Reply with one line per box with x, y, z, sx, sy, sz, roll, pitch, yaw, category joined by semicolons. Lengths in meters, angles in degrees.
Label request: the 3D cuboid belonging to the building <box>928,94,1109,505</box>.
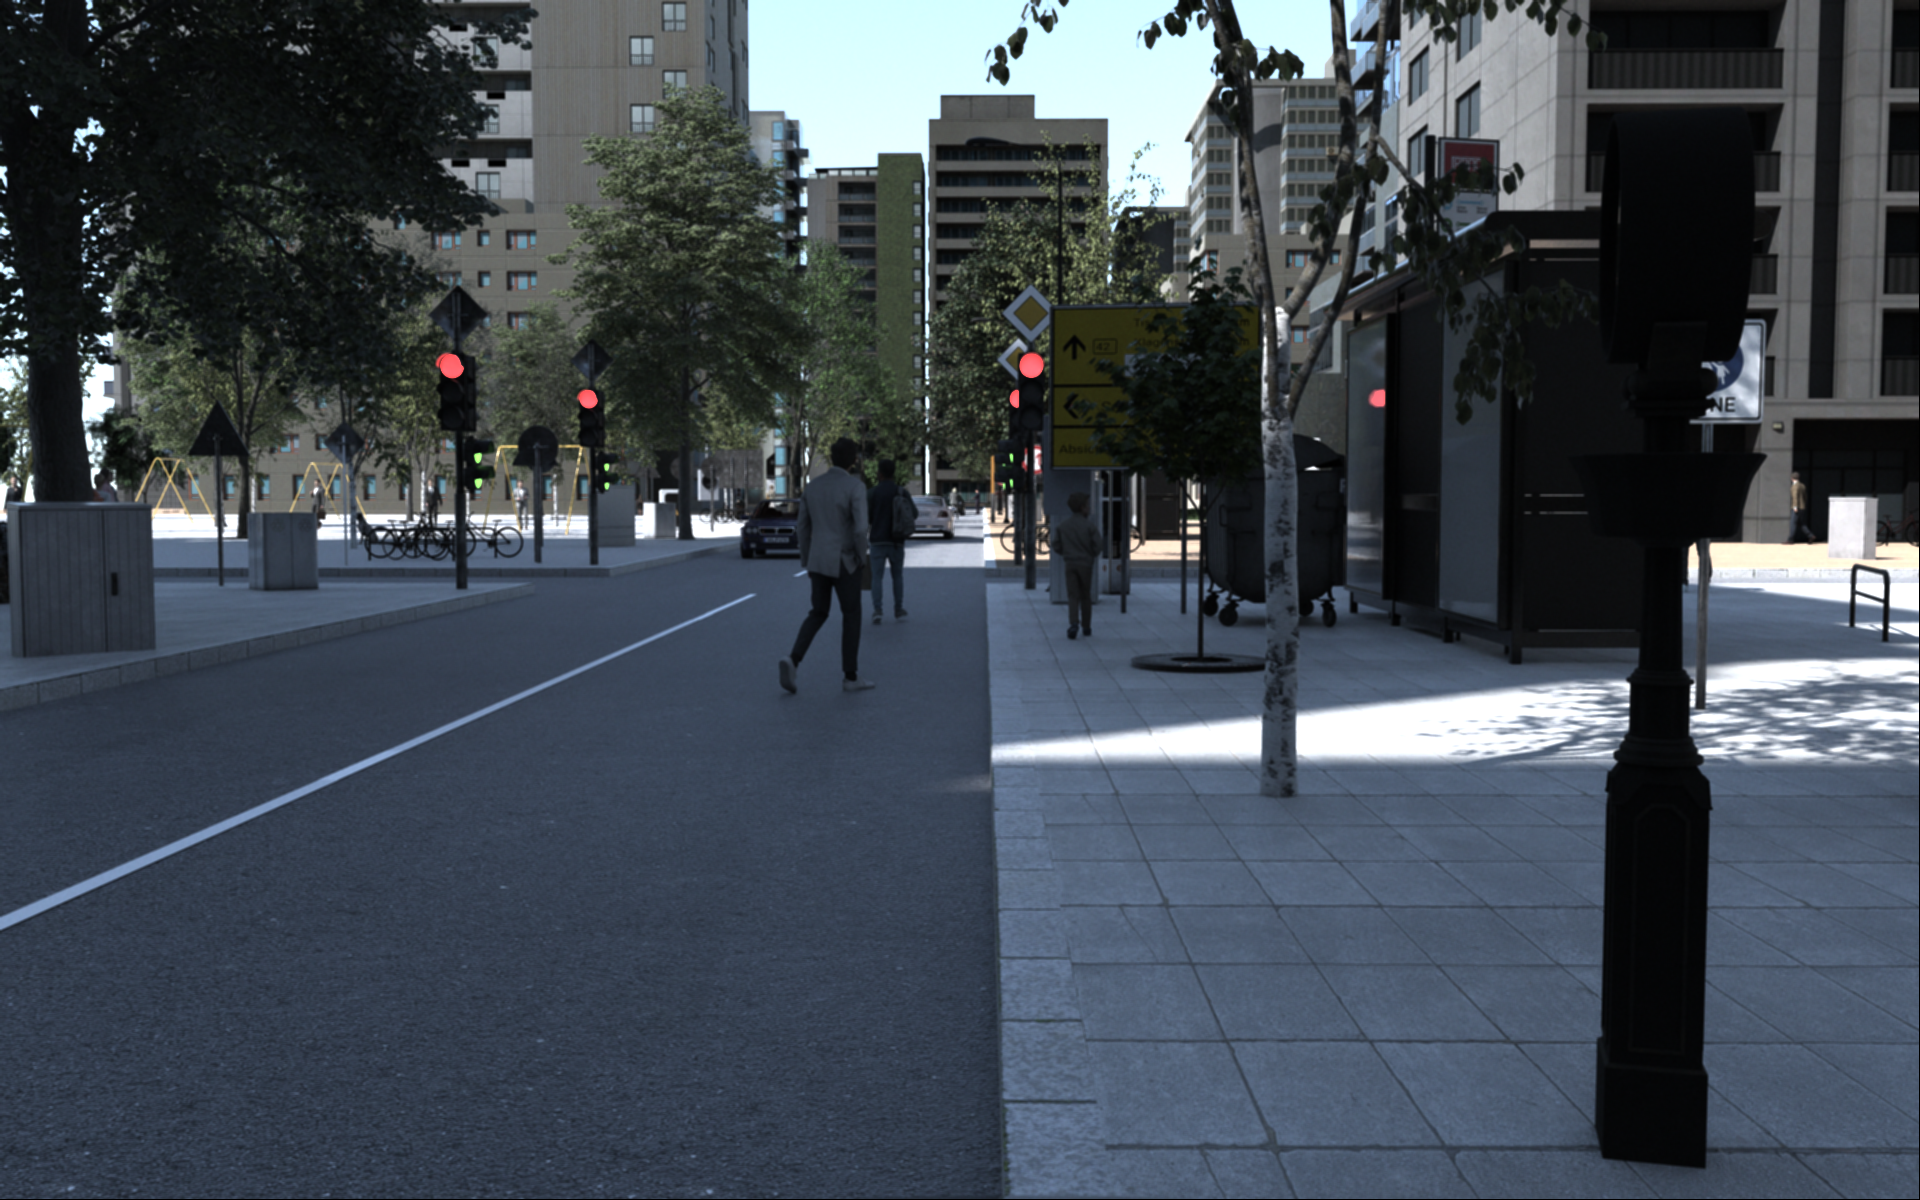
6.952;-36.088;213.740;21.600;48.544;21.300;0;4;1;building

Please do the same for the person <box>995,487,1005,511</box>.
2.969;-7.532;129.159;1.348;1.831;0.705;-2;4;-23;person

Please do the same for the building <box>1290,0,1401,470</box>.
28.015;-47.224;84.783;22.319;86.520;31.000;0;4;1;building

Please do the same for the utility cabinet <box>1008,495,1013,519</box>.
3.016;-4.879;90.928;1.020;1.237;0.306;2;4;25;utility cabinet

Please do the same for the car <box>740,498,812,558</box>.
-4.028;-1.670;39.893;1.945;1.354;3.894;0;3;0;car

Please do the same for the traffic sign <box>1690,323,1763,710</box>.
4.411;-0.497;10.251;0.606;2.300;0.079;0;4;5;traffic sign

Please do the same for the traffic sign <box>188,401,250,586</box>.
-10.330;-1.477;24.150;0.884;2.594;0.081;0;4;4;traffic sign

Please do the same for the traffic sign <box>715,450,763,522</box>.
-10.128;-5.230;79.379;2.265;3.308;0.079;0;4;8;traffic sign

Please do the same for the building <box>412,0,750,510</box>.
-33.357;-34.533;153.851;27.495;52.752;28.713;0;4;1;building

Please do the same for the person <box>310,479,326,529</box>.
-23.376;-3.491;63.081;0.622;1.834;0.822;1;4;11;person

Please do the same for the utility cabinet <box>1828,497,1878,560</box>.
17.596;-1.405;34.141;0.306;1.237;1.020;-1;4;-13;utility cabinet

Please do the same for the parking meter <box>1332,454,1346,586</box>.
5.385;-1.129;24.170;0.399;1.863;0.255;1;4;17;parking meter

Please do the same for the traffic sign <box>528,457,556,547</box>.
-10.204;-2.572;42.150;0.768;2.556;0.104;0;4;7;traffic sign

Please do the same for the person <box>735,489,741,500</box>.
-17.654;-8.003;137.606;0.721;1.736;1.217;-2;4;-27;person

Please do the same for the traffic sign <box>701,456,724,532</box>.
-8.340;-3.559;58.299;0.768;2.556;0.104;0;4;5;traffic sign

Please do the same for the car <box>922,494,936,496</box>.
-3.037;-9.703;167.435;1.959;1.807;4.718;0;4;2;car

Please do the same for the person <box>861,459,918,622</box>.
-0.862;-0.663;19.321;0.794;1.824;0.713;1;4;8;person

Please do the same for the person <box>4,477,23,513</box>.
-26.755;-2.602;49.011;0.576;1.772;0.534;-2;4;-24;person

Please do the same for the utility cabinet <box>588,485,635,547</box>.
-8.476;-2.046;42.126;0.318;1.500;1.173;3;5;43;utility cabinet

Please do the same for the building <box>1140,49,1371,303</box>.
33.678;-28.362;155.597;32.217;40.220;23.993;0;4;1;building

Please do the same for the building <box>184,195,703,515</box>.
-34.284;-16.906;121.448;27.650;21.520;28.899;0;4;1;building

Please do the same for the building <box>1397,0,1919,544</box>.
26.269;-37.565;52.442;20.611;71.187;20.563;0;4;1;building

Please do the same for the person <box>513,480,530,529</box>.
-15.906;-3.461;62.828;0.606;1.804;0.583;-1;4;-18;person

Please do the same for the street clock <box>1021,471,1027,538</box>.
1.768;-2.712;48.915;0.471;2.002;0.358;3;5;43;street clock

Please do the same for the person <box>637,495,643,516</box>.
-18.720;-5.544;101.351;0.362;1.253;0.373;0;4;2;person

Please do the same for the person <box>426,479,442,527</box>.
-19.326;-3.526;63.470;0.659;1.850;0.755;-1;4;-14;person

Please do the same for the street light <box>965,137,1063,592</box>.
0.765;-3.068;22.697;1.470;5.913;1.316;0;4;1;street light

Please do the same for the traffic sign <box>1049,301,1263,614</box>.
2.085;-1.509;18.551;2.265;3.308;0.079;1;4;10;traffic sign

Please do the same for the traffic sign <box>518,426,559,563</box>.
-7.848;-1.965;32.227;0.768;2.556;0.104;0;4;3;traffic sign

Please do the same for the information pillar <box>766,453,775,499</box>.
-10.637;-6.493;97.516;0.504;3.616;0.183;-1;4;-18;information pillar

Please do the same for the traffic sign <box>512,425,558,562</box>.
-7.979;-1.990;32.533;0.884;2.594;0.081;0;4;4;traffic sign

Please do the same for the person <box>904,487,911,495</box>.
-2.802;-5.012;90.626;0.526;1.800;0.537;-3;5;-44;person

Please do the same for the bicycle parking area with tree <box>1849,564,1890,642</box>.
10.842;-1.558;12.472;8.231;4.147;9.016;2;4;32;bicycle parking area with tree

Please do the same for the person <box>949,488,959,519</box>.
-0.349;-5.497;98.557;0.537;1.800;0.526;0;4;4;person

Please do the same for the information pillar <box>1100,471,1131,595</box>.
1.980;-1.080;22.144;0.304;2.012;0.304;-1;4;-23;information pillar

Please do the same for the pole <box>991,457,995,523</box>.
1.487;-5.152;78.074;0.158;3.312;0.155;0;3;0;pole

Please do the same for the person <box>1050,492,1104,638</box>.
1.045;-0.316;15.484;0.475;1.303;0.640;0;4;5;person

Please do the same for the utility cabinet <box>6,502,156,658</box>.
-7.081;-0.173;13.987;0.306;1.237;1.020;3;5;43;utility cabinet

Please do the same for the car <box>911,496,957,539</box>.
-1.150;-2.687;56.294;2.083;1.381;4.827;0;4;1;car

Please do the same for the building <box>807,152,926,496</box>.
-11.216;-32.208;210.201;14.086;41.232;14.154;0;4;1;building

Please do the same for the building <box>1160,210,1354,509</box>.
30.283;-17.417;129.814;27.650;21.520;28.899;0;4;1;building

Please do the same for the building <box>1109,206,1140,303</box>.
31.466;-32.309;220.133;23.993;40.220;32.217;0;4;1;building

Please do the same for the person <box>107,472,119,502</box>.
-19.278;-2.034;39.581;0.573;1.790;0.520;-1;4;-17;person

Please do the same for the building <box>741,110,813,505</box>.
-33.421;-36.420;215.078;30.456;49.044;23.786;0;4;1;building

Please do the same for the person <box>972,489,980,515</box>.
1.121;-6.857;121.064;0.568;1.767;0.683;0;4;6;person

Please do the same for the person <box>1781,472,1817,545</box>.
21.254;-2.319;43.870;0.836;1.842;0.656;1;4;16;person

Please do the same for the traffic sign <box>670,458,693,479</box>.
-9.610;-3.649;59.763;0.768;2.556;0.104;0;4;2;traffic sign

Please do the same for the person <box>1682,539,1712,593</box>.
9.589;-1.012;22.603;0.660;1.820;0.620;2;4;35;person

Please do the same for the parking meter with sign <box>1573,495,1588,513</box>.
12.474;-2.313;34.084;0.543;3.016;1.738;-3;4;-39;parking meter with sign

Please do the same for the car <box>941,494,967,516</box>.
-0.561;-6.468;115.533;2.009;1.686;4.222;0;4;3;car

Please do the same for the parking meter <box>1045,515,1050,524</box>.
3.856;-4.196;74.311;0.399;1.863;0.255;-3;4;-37;parking meter

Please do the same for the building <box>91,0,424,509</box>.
-61.969;-37.722;158.755;28.212;58.520;21.231;0;4;1;building

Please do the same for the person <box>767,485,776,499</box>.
-10.036;-5.262;92.624;0.519;1.759;0.362;2;4;33;person

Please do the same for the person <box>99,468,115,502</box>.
-17.732;-1.836;36.069;0.388;1.821;0.555;-3;5;-39;person

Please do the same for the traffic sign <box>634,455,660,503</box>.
-10.127;-3.428;56.057;0.884;2.594;0.081;1;4;9;traffic sign

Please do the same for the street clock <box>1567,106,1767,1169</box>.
1.354;0.075;3.345;0.358;2.002;0.471;1;4;16;street clock

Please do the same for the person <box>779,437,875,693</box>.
-0.942;-0.256;12.536;0.661;1.843;0.795;3;4;37;person

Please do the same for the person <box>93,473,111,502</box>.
-14.566;-1.247;29.239;0.694;1.780;0.624;1;4;23;person
